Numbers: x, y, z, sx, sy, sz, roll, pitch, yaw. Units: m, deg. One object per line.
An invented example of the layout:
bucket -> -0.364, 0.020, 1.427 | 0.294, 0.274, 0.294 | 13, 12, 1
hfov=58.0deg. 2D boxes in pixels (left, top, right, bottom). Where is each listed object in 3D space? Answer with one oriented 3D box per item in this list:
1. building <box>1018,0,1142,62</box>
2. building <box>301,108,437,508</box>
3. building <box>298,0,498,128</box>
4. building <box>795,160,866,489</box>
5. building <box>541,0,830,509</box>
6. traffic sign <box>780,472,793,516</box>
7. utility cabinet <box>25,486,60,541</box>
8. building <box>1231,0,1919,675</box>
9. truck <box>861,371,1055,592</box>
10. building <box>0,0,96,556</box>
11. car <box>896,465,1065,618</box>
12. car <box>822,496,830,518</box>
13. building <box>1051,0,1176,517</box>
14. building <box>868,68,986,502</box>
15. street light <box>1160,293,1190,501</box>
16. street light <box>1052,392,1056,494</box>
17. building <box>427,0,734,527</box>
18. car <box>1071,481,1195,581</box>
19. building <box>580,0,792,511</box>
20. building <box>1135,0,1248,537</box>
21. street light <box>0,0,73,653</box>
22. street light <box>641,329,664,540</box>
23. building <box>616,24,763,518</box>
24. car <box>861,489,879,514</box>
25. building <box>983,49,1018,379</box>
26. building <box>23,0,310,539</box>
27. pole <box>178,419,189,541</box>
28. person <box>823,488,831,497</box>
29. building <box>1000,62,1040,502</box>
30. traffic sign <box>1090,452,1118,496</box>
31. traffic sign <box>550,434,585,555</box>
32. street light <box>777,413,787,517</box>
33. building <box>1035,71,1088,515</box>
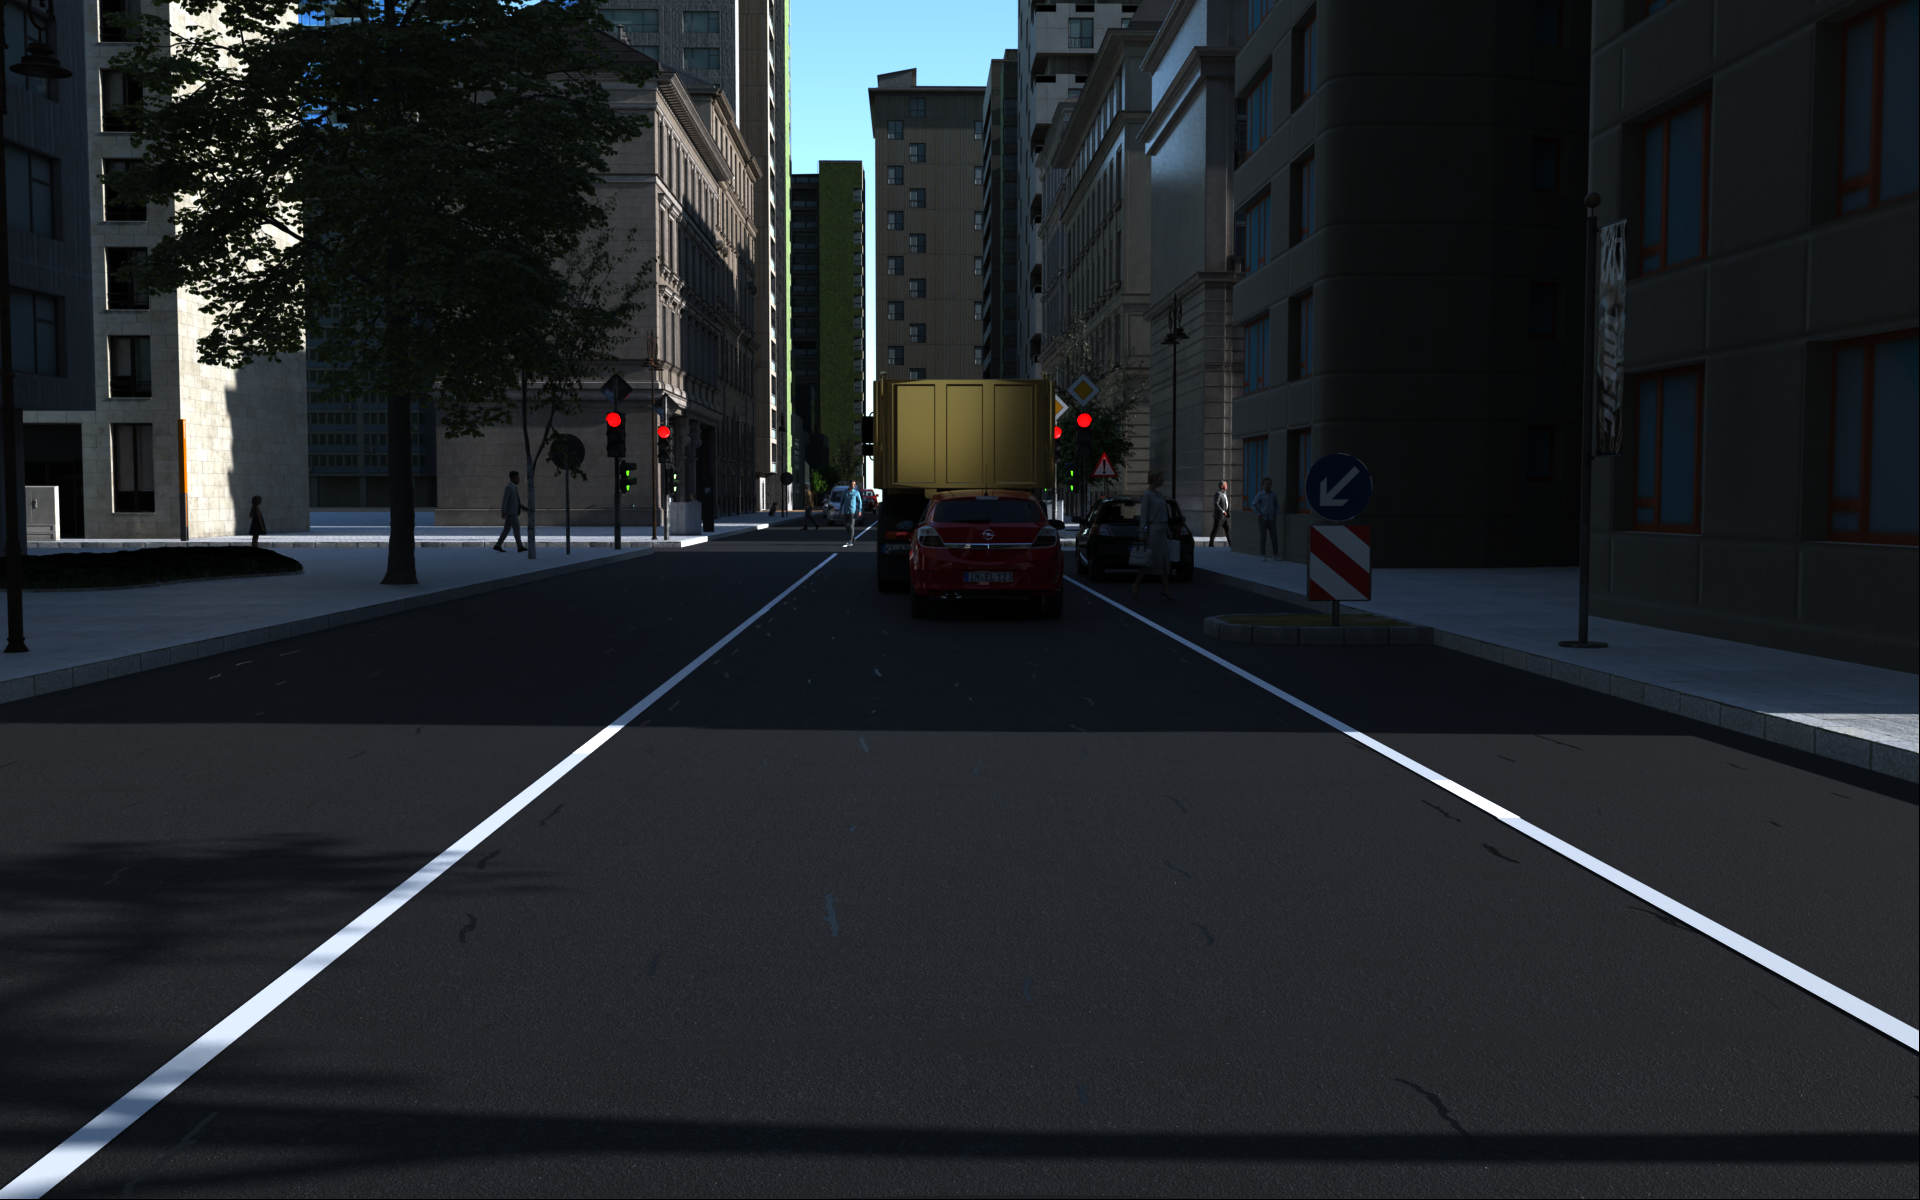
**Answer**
building -> 19.008, -34.051, 145.965 | 28.713, 52.752, 27.495 | 0, 4, -2
building -> -57.445, -29.843, 179.806 | 23.993, 40.220, 32.217 | 0, 4, -2
building -> -70.998, -55.309, 216.979 | 31.000, 86.520, 22.319 | 0, 4, -2
building -> -18.723, -32.493, 214.858 | 14.086, 41.232, 14.154 | 0, 4, -2
building -> -30.091, -53.288, 183.929 | 31.000, 86.520, 22.319 | 0, 4, -2
traffic sign -> -9.993, -6.099, 99.822 | 0.768, 2.556, 0.104 | 0, 4, 5
utility cabinet -> -25.077, -2.338, 46.910 | 1.173, 1.500, 0.318 | 0, 4, -8
building -> 20.288, -10.955, 24.148 | 27.650, 21.520, 28.899 | 0, 4, -2
truck -> -0.046, -2.024, 29.016 | 3.469, 3.379, 9.791 | 0, 4, -1
building -> -23.412, -21.062, 27.966 | 14.086, 41.232, 14.154 | 0, 4, -2
car -> 0.272, -0.764, 21.538 | 2.155, 1.783, 4.494 | 0, 4, -1
car -> -7.458, -5.788, 107.003 | 2.083, 1.381, 4.827 | 0, 4, -1
building -> 13.814, -15.581, 88.039 | 16.112, 22.955, 30.059 | 0, 4, -2
building -> 2.335, -38.795, 223.537 | 27.495, 52.752, 28.713 | 0, 4, -2
street light -> 4.955, -4.113, 40.031 | 0.468, 5.910, 1.993 | 0, 4, -2
street light -> 3.991, -6.192, 74.019 | 0.468, 5.910, 1.993 | 0, 4, -2
building -> -16.329, -13.350, 69.183 | 10.553, 20.767, 40.483 | 0, 4, -2
car -> 2.959, -1.225, 29.820 | 2.009, 1.686, 4.222 | 0, 4, -1
building -> -20.164, -27.270, 129.465 | 14.154, 41.232, 14.086 | 0, 4, -2
building -> 18.613, -13.175, 57.212 | 24.055, 21.916, 13.314 | 0, 4, -2
street light -> -7.665, -2.514, 13.891 | 0.468, 5.910, 1.993 | 0, 4, -2
street light -> -8.622, -4.643, 48.701 | 0.468, 5.910, 1.993 | 0, 4, -2
building -> -18.973, -18.707, 103.123 | 12.463, 27.353, 25.104 | 0, 4, -2
car -> -7.109, -7.259, 127.357 | 2.281, 1.827, 5.304 | 0, 4, -2
building -> 13.522, -34.414, 186.369 | 21.300, 48.544, 21.600 | 0, 4, -2
building -> -30.748, -12.181, 53.916 | 16.860, 20.320, 10.420 | 0, 4, -2
pole -> -21.191, -3.266, 47.243 | 0.158, 3.312, 0.155 | 0, 3, 0
person -> -11.848, -9.279, 157.735 | 1.348, 1.826, 0.705 | 0, 4, 5
building -> 10.841, -29.626, 167.975 | 14.154, 41.232, 14.086 | 0, 4, -2
traffic sign -> 4.513, -3.314, 54.188 | 0.884, 2.594, 0.081 | 0, 4, 6
traffic sign -> -8.309, -2.235, 36.651 | 0.768, 2.556, 0.104 | 0, 4, 5
street light -> -9.952, -7.601, 97.063 | 0.468, 5.910, 1.993 | 0, 4, -2
building -> 12.205, -20.019, 113.212 | 13.634, 28.700, 20.117 | 0, 4, -2
